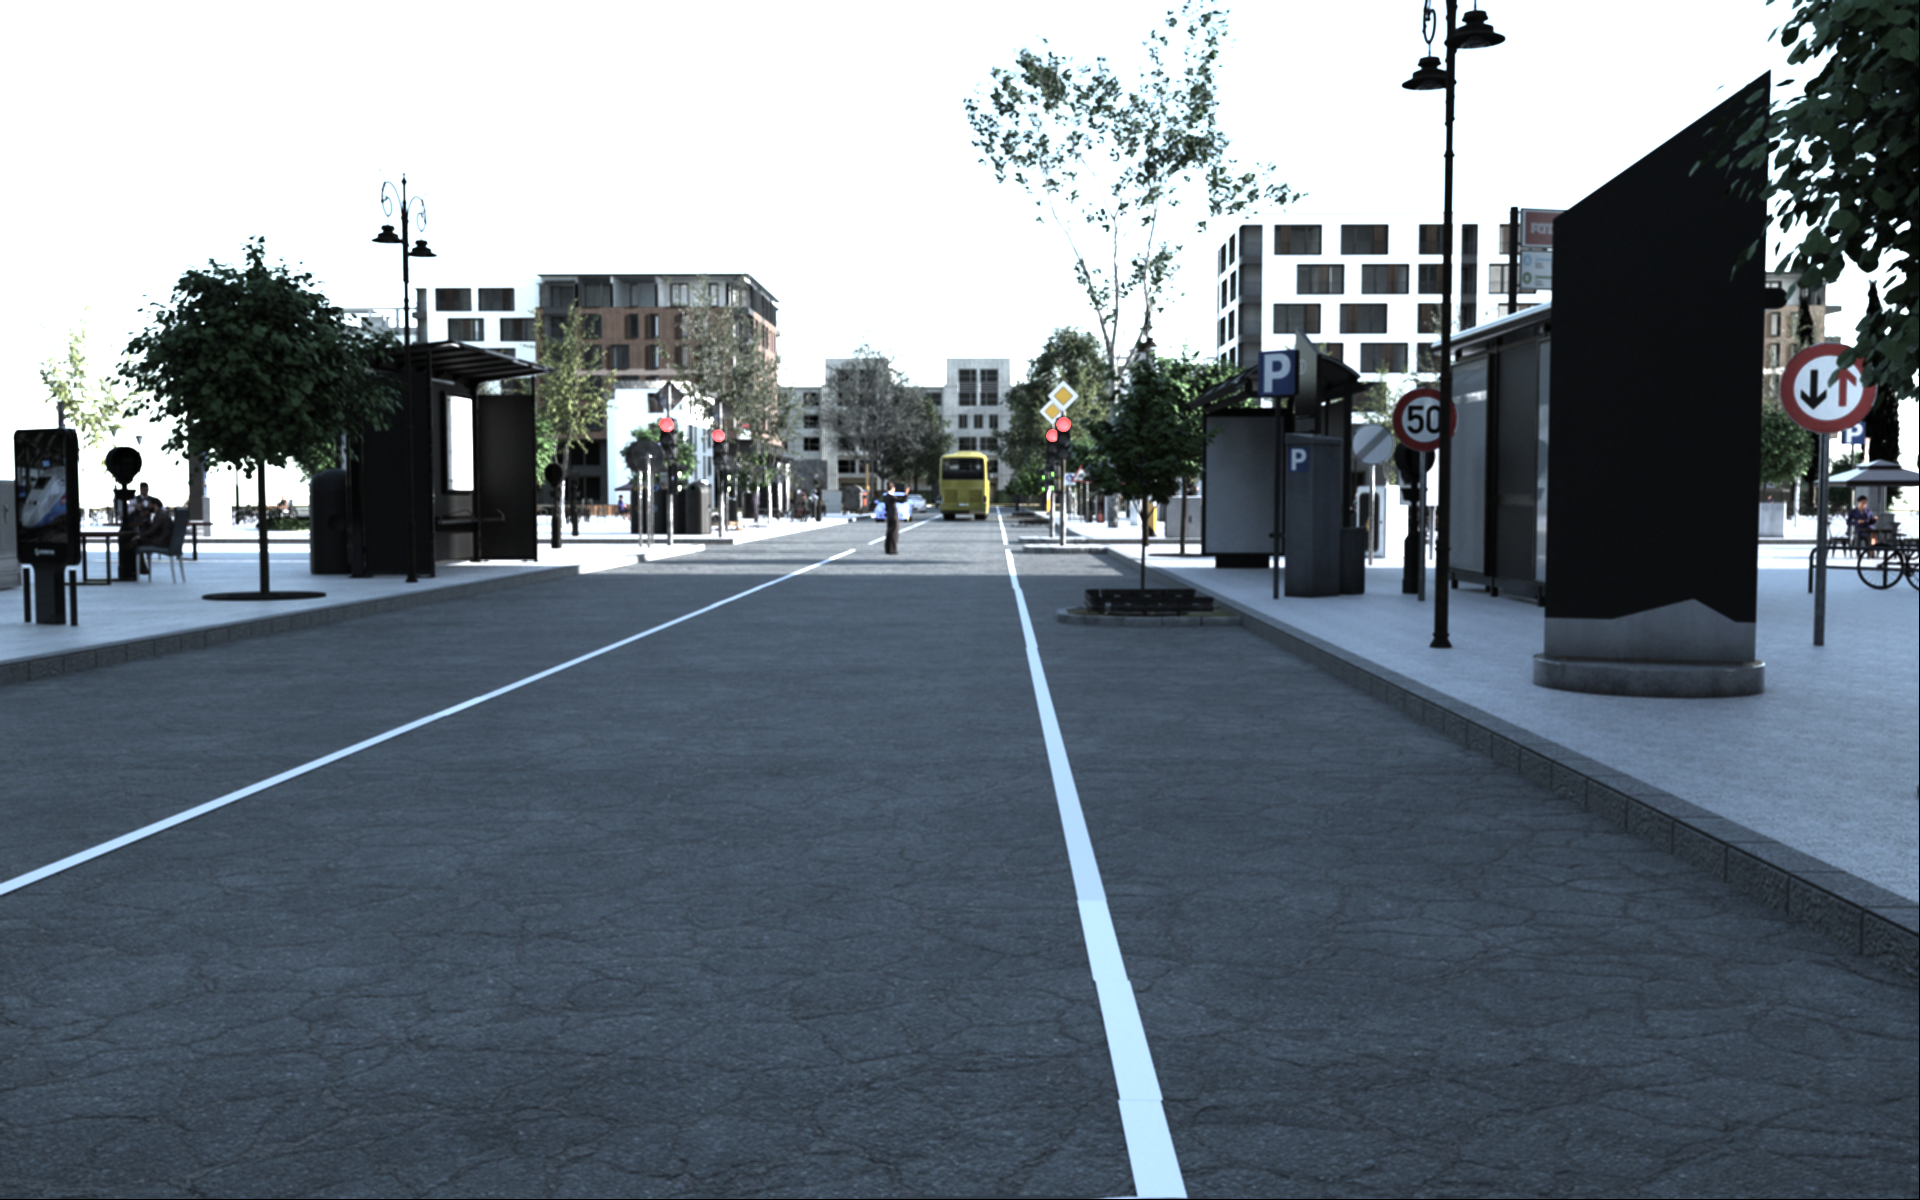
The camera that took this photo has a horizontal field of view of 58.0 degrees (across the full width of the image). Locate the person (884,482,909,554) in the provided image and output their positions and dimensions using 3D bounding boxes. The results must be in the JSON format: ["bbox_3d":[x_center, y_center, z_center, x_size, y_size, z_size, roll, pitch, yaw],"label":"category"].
[{"bbox_3d":[-1.497,-1.961,41.366,0.742,1.727,0.445,1,4,20],"label":"person"}]

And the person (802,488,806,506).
[{"bbox_3d":[-8.936,-5.478,97.072,0.593,1.643,0.415,0,4,-7],"label":"person"}]

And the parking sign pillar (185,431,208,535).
[{"bbox_3d":[-23.897,-4.026,54.305,1.447,3.967,1.447,-1,4,-17],"label":"parking sign pillar"}]

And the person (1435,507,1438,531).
[{"bbox_3d":[16.768,-2.820,60.436,0.859,0.850,0.655,0,4,-1],"label":"person"}]

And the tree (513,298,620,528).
[{"bbox_3d":[-15.088,-7.062,65.824,4.737,8.622,4.395,0,3,0],"label":"tree"}]

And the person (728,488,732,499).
[{"bbox_3d":[-18.505,-8.141,139.163,0.705,1.822,1.348,0,4,4],"label":"person"}]

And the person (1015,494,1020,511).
[{"bbox_3d":[4.927,-8.385,146.397,0.445,1.727,0.742,-1,4,-13],"label":"person"}]

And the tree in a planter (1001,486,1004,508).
[{"bbox_3d":[5.265,-11.145,179.450,1.991,3.239,1.994,0,4,1],"label":"tree in a planter"}]

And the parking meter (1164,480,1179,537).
[{"bbox_3d":[6.275,-2.795,51.417,0.399,1.863,0.255,3,4,38],"label":"parking meter"}]

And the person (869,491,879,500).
[{"bbox_3d":[-6.677,-7.630,130.810,1.348,1.822,0.705,-2,4,-29],"label":"person"}]

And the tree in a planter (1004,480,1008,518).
[{"bbox_3d":[3.755,-6.470,103.005,1.991,3.239,1.994,0,4,1],"label":"tree in a planter"}]

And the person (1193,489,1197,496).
[{"bbox_3d":[20.349,-8.783,150.567,0.541,1.710,0.530,1,4,22],"label":"person"}]

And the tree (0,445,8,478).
[{"bbox_3d":[-62.249,-8.212,97.170,11.467,7.101,20.602,-1,4,-11],"label":"tree"}]

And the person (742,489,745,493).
[{"bbox_3d":[-16.642,-7.794,134.254,0.721,1.735,1.217,-1,4,-21],"label":"person"}]

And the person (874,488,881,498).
[{"bbox_3d":[-7.642,-9.247,157.174,0.705,1.831,1.348,2,4,35],"label":"person"}]

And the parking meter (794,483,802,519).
[{"bbox_3d":[-8.350,-5.112,89.289,0.399,1.863,0.255,-1,4,-23],"label":"parking meter"}]

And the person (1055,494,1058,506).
[{"bbox_3d":[10.383,-11.253,190.745,1.217,1.743,0.721,-3,4,-37],"label":"person"}]

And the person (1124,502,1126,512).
[{"bbox_3d":[12.235,-7.364,127.157,1.217,1.736,0.721,-3,4,-36],"label":"person"}]

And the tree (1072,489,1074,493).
[{"bbox_3d":[8.009,-7.749,121.290,1.663,3.219,1.824,0,3,0],"label":"tree"}]

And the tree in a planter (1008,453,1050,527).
[{"bbox_3d":[3.204,-4.782,75.401,1.991,3.239,1.994,0,4,1],"label":"tree in a planter"}]

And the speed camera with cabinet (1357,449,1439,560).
[{"bbox_3d":[8.709,-2.450,34.400,0.660,3.252,2.038,-1,4,-23],"label":"speed camera with cabinet"}]

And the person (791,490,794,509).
[{"bbox_3d":[-13.199,-8.017,137.795,0.621,1.740,0.551,1,4,22],"label":"person"}]

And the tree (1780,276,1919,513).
[{"bbox_3d":[59.528,-12.822,111.461,13.155,14.587,18.604,-1,4,-19],"label":"tree"}]

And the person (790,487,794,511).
[{"bbox_3d":[-12.608,-7.560,129.747,1.348,1.812,0.705,0,4,5],"label":"person"}]

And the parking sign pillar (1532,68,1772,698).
[{"bbox_3d":[4.591,-1.407,11.472,1.447,3.967,1.447,1,4,20],"label":"parking sign pillar"}]

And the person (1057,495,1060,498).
[{"bbox_3d":[9.307,-9.107,155.764,1.217,1.723,0.721,1,4,22],"label":"person"}]

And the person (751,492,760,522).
[{"bbox_3d":[-9.453,-4.468,80.008,0.530,1.710,0.541,3,4,37],"label":"person"}]

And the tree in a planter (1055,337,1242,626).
[{"bbox_3d":[2.103,-1.380,19.780,1.991,3.239,1.994,0,4,1],"label":"tree in a planter"}]

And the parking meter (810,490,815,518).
[{"bbox_3d":[-7.812,-5.153,92.665,0.372,1.533,0.369,0,3,0],"label":"parking meter"}]

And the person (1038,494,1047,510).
[{"bbox_3d":[6.788,-8.021,137.708,1.217,1.766,0.721,-1,4,-16],"label":"person"}]

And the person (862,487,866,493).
[{"bbox_3d":[-7.505,-7.856,134.360,0.709,1.838,0.599,-2,4,-31],"label":"person"}]

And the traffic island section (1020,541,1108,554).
[{"bbox_3d":[2.562,-1.256,42.823,2.009,0.180,2.903,0,4,1],"label":"traffic island section"}]

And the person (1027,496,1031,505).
[{"bbox_3d":[8.046,-11.826,200.197,0.445,1.727,0.742,3,5,44],"label":"person"}]

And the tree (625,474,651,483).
[{"bbox_3d":[-15.706,-5.625,86.567,1.663,3.219,1.824,0,3,0],"label":"tree"}]

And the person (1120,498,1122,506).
[{"bbox_3d":[17.583,-11.220,189.484,1.348,1.824,0.705,-2,4,-33],"label":"person"}]

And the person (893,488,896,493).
[{"bbox_3d":[-5.793,-9.093,154.655,0.705,1.831,1.348,2,4,31],"label":"person"}]

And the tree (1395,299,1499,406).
[{"bbox_3d":[18.609,-6.992,64.677,4.360,8.622,3.978,0,3,0],"label":"tree"}]

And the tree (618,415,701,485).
[{"bbox_3d":[-12.386,-5.366,71.449,4.285,4.588,4.351,0,3,0],"label":"tree"}]

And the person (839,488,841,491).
[{"bbox_3d":[-11.144,-9.433,160.203,0.705,1.831,1.348,-1,4,-11],"label":"person"}]

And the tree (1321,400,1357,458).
[{"bbox_3d":[25.824,-10.515,122.288,4.360,8.622,3.978,0,3,0],"label":"tree"}]

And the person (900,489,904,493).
[{"bbox_3d":[-5.387,-9.521,162.389,1.217,1.739,0.721,-2,4,-31],"label":"person"}]

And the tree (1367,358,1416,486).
[{"bbox_3d":[23.656,-8.834,94.796,4.737,8.622,4.395,0,3,0],"label":"tree"}]

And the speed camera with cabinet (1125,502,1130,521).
[{"bbox_3d":[8.643,-5.426,83.053,0.660,3.252,2.038,-1,4,-22],"label":"speed camera with cabinet"}]

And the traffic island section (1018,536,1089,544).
[{"bbox_3d":[2.720,-1.745,50.806,2.009,0.180,2.903,0,4,1],"label":"traffic island section"}]

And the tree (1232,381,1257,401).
[{"bbox_3d":[17.408,-9.835,111.169,4.360,8.622,3.978,0,3,0],"label":"tree"}]

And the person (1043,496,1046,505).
[{"bbox_3d":[9.509,-11.560,195.037,0.705,1.826,1.348,1,4,10],"label":"person"}]

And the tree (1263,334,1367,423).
[{"bbox_3d":[15.944,-7.924,79.914,4.737,8.622,4.395,0,3,0],"label":"tree"}]

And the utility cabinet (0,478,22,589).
[{"bbox_3d":[-12.893,-0.881,23.087,0.318,1.500,1.173,-1,4,-9],"label":"utility cabinet"}]

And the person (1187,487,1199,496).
[{"bbox_3d":[9.253,-3.846,69.734,0.742,1.727,0.445,-3,4,-38],"label":"person"}]

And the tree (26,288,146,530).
[{"bbox_3d":[-31.400,-6.850,62.367,4.737,8.622,4.395,0,3,0],"label":"tree"}]

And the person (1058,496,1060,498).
[{"bbox_3d":[9.438,-9.204,159.744,0.991,1.433,0.599,1,4,21],"label":"person"}]

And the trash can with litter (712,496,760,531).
[{"bbox_3d":[-8.277,-3.041,60.770,2.233,1.210,1.678,2,4,30],"label":"trash can with litter"}]

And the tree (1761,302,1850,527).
[{"bbox_3d":[32.113,-7.116,66.715,4.360,8.622,3.978,0,3,0],"label":"tree"}]
